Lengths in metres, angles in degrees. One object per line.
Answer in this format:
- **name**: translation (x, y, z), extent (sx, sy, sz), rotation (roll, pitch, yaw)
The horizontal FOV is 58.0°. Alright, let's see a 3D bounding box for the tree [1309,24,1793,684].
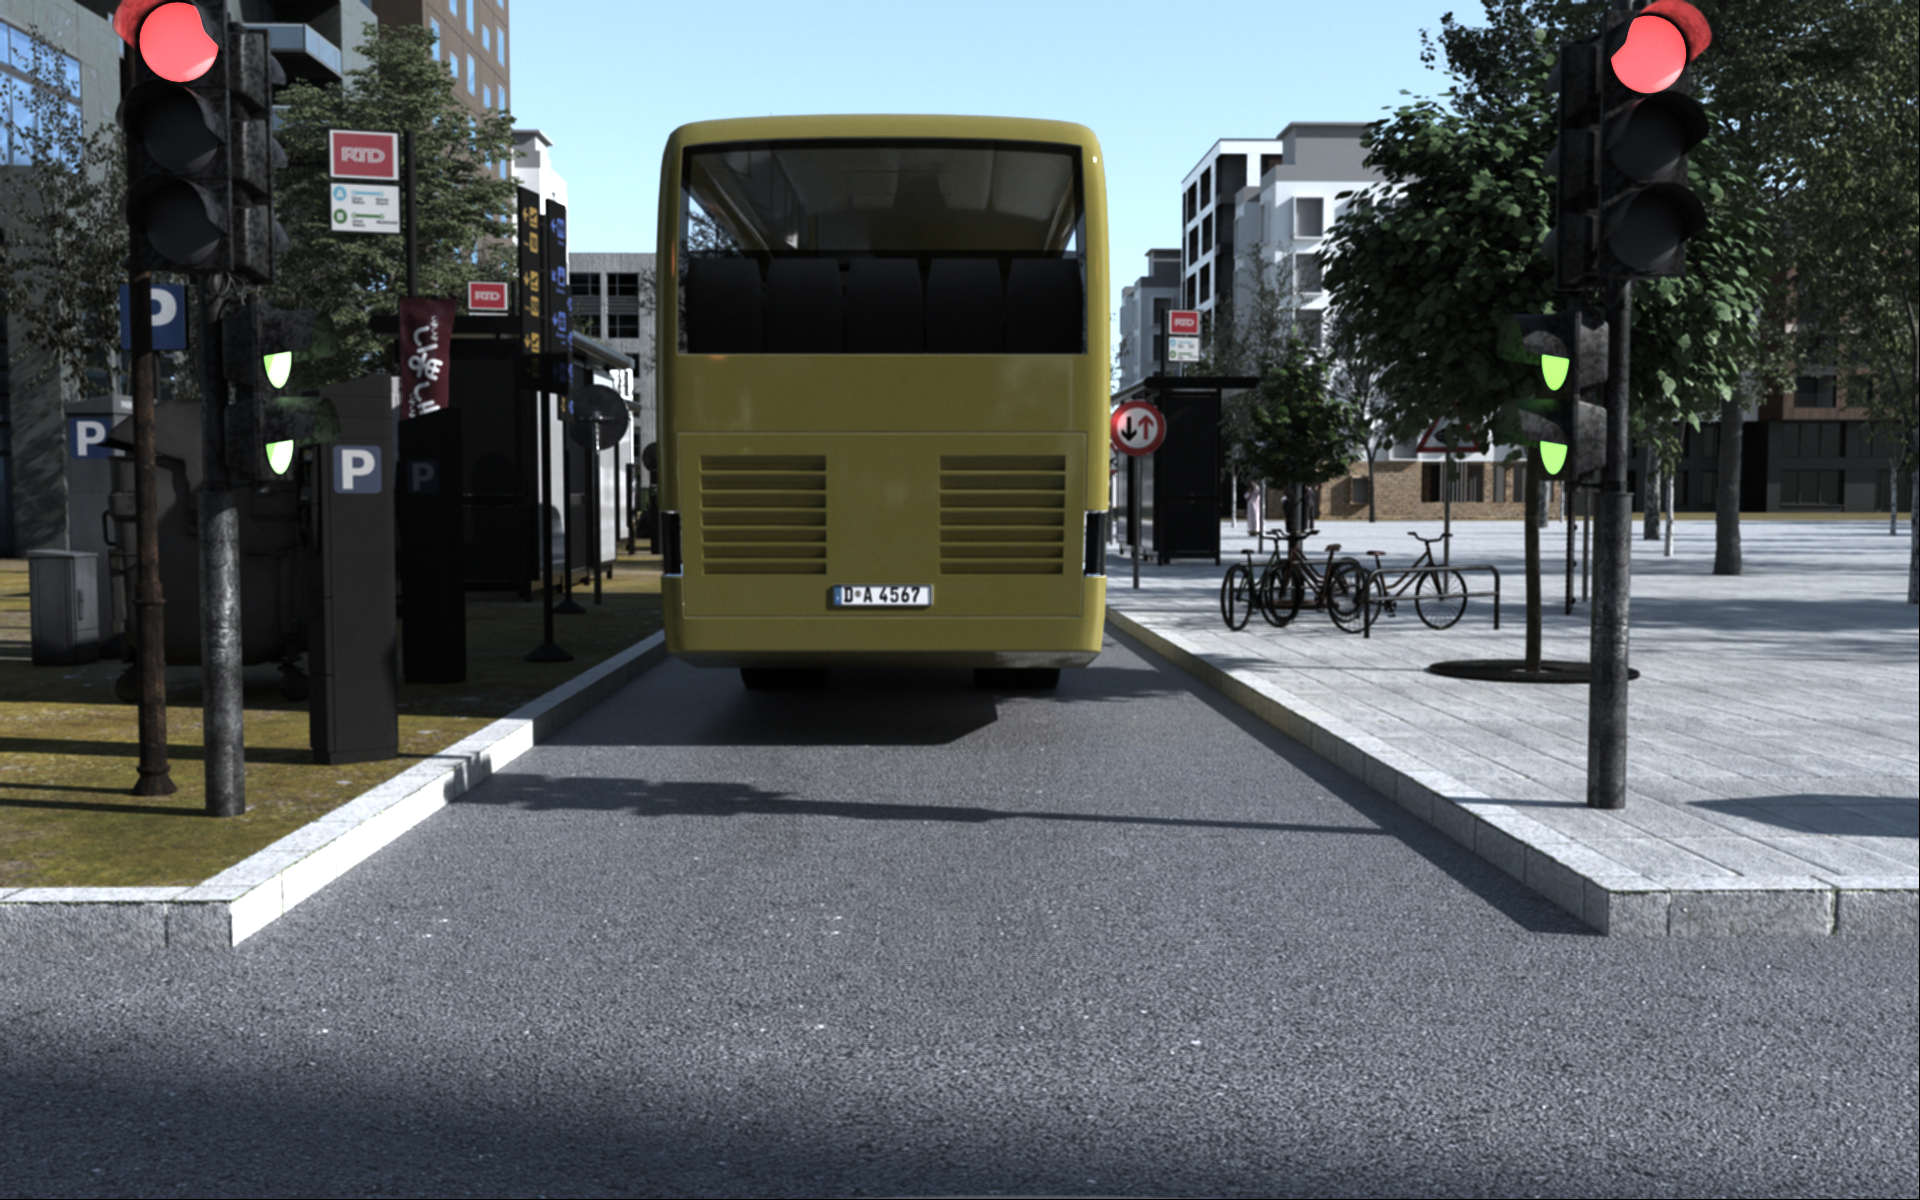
- **tree**: translation (4.132, -1.752, 12.365), extent (4.285, 4.588, 4.351), rotation (0, 3, 0)

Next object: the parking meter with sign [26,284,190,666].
- **parking meter with sign**: translation (-6.715, -1.065, 13.670), extent (0.543, 3.016, 1.738), rotation (0, 4, 1)

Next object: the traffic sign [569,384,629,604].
- **traffic sign**: translation (-4.218, -1.223, 20.097), extent (0.768, 2.556, 0.104), rotation (0, 4, 4)

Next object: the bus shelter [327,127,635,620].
- **bus shelter**: translation (-5.919, -2.701, 21.795), extent (2.179, 5.291, 8.768), rotation (0, 4, -2)

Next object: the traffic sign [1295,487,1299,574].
- **traffic sign**: translation (4.235, -1.330, 21.848), extent (0.768, 2.556, 0.104), rotation (0, 4, 5)

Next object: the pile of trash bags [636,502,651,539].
- **pile of trash bags**: translation (-7.721, -2.502, 50.664), extent (1.912, 1.369, 3.447), rotation (3, 5, 45)

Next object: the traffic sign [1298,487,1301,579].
- **traffic sign**: translation (4.776, -1.488, 24.434), extent (0.768, 2.556, 0.104), rotation (0, 4, 0)

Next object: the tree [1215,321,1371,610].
- **tree**: translation (3.662, -1.527, 19.573), extent (1.663, 3.219, 1.824), rotation (0, 3, 0)

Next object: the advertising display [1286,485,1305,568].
- **advertising display**: translation (5.929, -1.553, 30.607), extent (0.123, 1.923, 0.974), rotation (0, 4, -2)

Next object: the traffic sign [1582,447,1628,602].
- **traffic sign**: translation (7.446, -1.258, 20.567), extent (0.884, 2.594, 0.081), rotation (0, 4, 6)

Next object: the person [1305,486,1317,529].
- **person**: translation (12.693, -3.430, 62.926), extent (0.445, 1.727, 0.742), rotation (2, 4, 33)

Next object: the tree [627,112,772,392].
- **tree**: translation (-5.847, -8.962, 56.896), extent (12.009, 13.543, 11.850), rotation (0, 3, 0)

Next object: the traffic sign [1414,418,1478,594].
- **traffic sign**: translation (6.257, -1.359, 22.227), extent (0.884, 2.594, 0.081), rotation (0, 4, -1)

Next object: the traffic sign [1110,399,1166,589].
- **traffic sign**: translation (2.391, -1.427, 23.430), extent (0.768, 2.556, 0.104), rotation (0, 4, 2)

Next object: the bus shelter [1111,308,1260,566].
- **bus shelter**: translation (4.222, -3.520, 35.179), extent (2.179, 5.291, 8.768), rotation (0, 4, -2)

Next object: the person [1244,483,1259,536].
- **person**: translation (8.880, -2.808, 52.618), extent (0.551, 1.740, 0.621), rotation (2, 4, 30)

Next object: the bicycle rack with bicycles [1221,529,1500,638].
- **bicycle rack with bicycles**: translation (3.657, -0.200, 16.646), extent (2.925, 0.926, 2.852), rotation (-2, 4, -33)

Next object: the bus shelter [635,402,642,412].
- **bus shelter**: translation (-8.240, -3.528, 35.322), extent (2.179, 5.291, 8.768), rotation (0, 4, -2)

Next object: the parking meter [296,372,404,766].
- **parking meter**: translation (-2.938, -0.159, 8.308), extent (0.399, 1.863, 0.255), rotation (-3, 4, -38)

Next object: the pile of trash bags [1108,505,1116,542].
- **pile of trash bags**: translation (3.616, -2.233, 46.270), extent (3.447, 1.369, 1.912), rotation (3, 4, 37)

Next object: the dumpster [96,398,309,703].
- **dumpster**: translation (-4.630, -0.340, 11.313), extent (1.264, 1.857, 1.865), rotation (0, 4, -2)

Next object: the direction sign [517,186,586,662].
- **direction sign**: translation (-3.174, -1.301, 13.267), extent (0.379, 3.537, 0.876), rotation (1, 4, 9)

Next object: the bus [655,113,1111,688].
- **bus**: translation (-0.445, -1.472, 15.611), extent (2.896, 3.916, 12.252), rotation (0, 4, 0)

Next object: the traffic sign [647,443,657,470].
- **traffic sign**: translation (-7.182, -2.552, 41.830), extent (0.768, 2.556, 0.104), rotation (0, 4, 1)

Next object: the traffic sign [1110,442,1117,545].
- **traffic sign**: translation (3.794, -2.654, 43.399), extent (0.884, 2.594, 0.081), rotation (0, 4, 5)

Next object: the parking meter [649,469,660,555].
- **parking meter**: translation (-6.370, -1.899, 36.760), extent (0.255, 1.863, 0.399), rotation (3, 4, 36)

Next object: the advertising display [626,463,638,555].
- **advertising display**: translation (-6.947, -1.925, 36.684), extent (0.123, 1.923, 0.974), rotation (0, 4, -4)

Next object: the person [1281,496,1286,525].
- **person**: translation (11.346, -3.081, 59.614), extent (0.628, 1.438, 0.799), rotation (-1, 4, -9)

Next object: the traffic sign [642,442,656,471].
- **traffic sign**: translation (-7.403, -2.583, 42.333), extent (0.768, 2.556, 0.104), rotation (0, 4, 7)

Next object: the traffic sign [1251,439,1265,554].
- **traffic sign**: translation (6.476, -2.270, 37.221), extent (0.768, 2.556, 0.104), rotation (0, 4, 8)

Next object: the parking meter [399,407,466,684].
- **parking meter**: translation (-3.605, -0.372, 11.798), extent (0.399, 1.863, 0.255), rotation (1, 4, 10)
